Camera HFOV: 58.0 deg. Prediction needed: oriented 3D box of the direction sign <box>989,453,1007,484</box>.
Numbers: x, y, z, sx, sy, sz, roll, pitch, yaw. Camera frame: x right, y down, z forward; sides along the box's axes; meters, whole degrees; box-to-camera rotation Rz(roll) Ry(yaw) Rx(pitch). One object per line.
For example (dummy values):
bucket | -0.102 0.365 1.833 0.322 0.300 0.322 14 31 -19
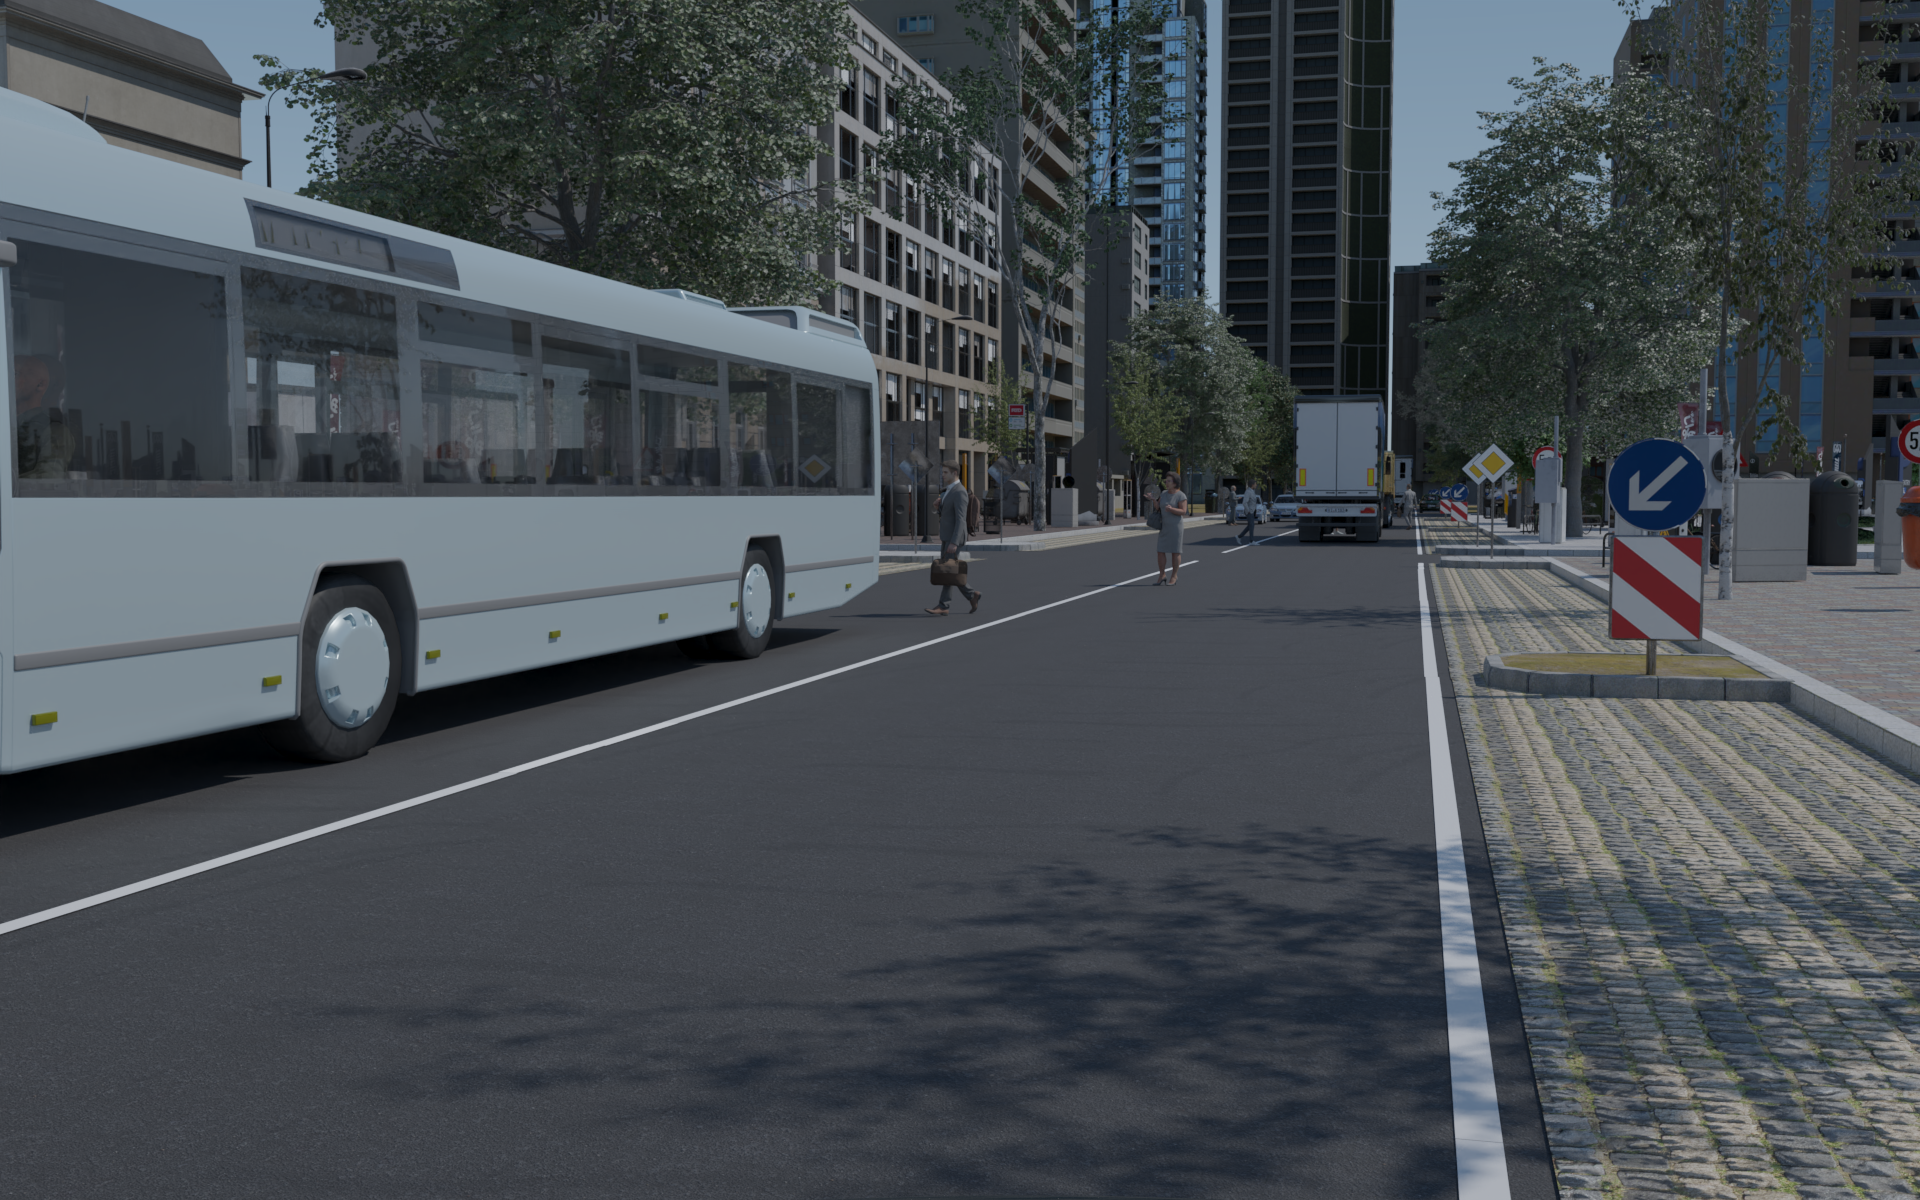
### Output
direction sign | 2.173 -6.305 95.089 0.876 3.537 0.379 -1 4 -16

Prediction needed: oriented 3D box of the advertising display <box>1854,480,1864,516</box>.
advertising display | 40.376 -4.469 78.277 0.974 1.923 0.123 -1 4 -15

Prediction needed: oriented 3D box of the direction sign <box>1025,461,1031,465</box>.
direction sign | 4.836 -7.767 118.990 0.876 3.537 0.379 3 5 41

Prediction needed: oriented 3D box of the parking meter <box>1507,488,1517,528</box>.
parking meter | 21.037 -3.518 65.931 0.372 1.533 0.369 0 3 0

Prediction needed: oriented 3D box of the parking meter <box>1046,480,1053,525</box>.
parking meter | 3.746 -4.028 71.571 0.255 1.863 0.399 -1 4 -16

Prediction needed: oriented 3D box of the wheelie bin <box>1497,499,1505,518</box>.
wheelie bin | 29.026 -5.184 92.666 0.980 1.594 0.693 0 4 -4

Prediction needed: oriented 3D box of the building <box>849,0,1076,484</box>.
building | -3.500 -31.242 134.507 21.300 48.544 21.600 1 4 15

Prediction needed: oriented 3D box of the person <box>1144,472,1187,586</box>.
person | 3.175 -1.115 27.087 0.716 1.782 0.532 3 5 44

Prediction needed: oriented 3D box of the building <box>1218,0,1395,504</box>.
building | 44.493 -47.911 221.604 20.611 71.187 20.563 1 4 15

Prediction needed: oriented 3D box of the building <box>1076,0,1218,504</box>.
building | 19.237 -55.931 227.138 31.000 86.520 22.319 1 4 15

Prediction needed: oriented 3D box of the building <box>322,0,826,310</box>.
building | -15.052 -17.574 73.235 13.634 28.700 20.117 1 4 15

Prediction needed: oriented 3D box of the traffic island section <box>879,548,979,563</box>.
traffic island section | -0.973 -0.915 37.246 2.009 0.180 2.903 1 4 15

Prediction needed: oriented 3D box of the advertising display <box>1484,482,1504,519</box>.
advertising display | 27.690 -5.174 89.809 0.974 1.923 0.123 0 4 2

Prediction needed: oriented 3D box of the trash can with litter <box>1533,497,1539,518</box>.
trash can with litter | 26.492 -4.120 78.756 1.055 1.170 0.624 1 4 14

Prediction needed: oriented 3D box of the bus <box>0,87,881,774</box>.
bus | -3.719 -1.062 12.222 2.948 3.499 13.247 1 4 14

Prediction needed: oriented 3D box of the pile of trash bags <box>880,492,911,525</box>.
pile of trash bags | -3.180 -3.777 71.514 3.447 1.369 1.912 2 4 26

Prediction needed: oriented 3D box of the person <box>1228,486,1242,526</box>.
person | 12.438 -4.264 78.397 0.590 1.801 0.661 0 4 -2

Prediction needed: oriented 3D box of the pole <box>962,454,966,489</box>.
pole | 0.222 -5.717 87.317 0.158 3.312 0.155 0 3 0

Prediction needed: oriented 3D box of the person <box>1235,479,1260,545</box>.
person | 8.051 -2.456 48.509 0.795 1.843 0.661 2 4 29

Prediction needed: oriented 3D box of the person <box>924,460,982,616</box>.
person | -0.050 -0.732 20.436 0.822 1.834 0.622 -2 4 -25

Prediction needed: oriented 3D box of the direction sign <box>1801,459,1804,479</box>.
direction sign | 48.175 -6.552 99.121 0.379 3.537 0.876 1 4 21

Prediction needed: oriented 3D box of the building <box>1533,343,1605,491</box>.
building | 83.316 -22.722 216.543 28.899 21.520 27.650 1 4 15

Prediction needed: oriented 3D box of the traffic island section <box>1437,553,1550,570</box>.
traffic island section | 10.530 -0.731 34.237 2.009 0.180 2.903 1 4 15

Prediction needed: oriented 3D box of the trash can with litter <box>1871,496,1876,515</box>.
trash can with litter | 56.997 -5.905 107.927 0.624 1.170 1.055 2 4 27

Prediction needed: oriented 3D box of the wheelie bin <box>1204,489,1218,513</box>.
wheelie bin | 16.772 -6.612 116.006 0.980 1.594 0.693 1 4 21

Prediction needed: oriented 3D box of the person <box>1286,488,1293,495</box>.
person | 21.658 -6.479 114.214 0.659 1.850 0.755 0 4 -6

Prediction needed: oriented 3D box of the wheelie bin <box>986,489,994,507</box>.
wheelie bin | 1.894 -5.587 99.250 0.980 1.594 0.693 3 5 43

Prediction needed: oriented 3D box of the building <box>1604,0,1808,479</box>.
building | 68.067 -31.196 160.159 14.600 45.320 14.200 1 4 15

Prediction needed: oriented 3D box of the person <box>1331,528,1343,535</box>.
person | 13.304 -3.239 61.437 0.573 1.828 0.580 2 4 35

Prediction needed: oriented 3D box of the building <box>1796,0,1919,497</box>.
building | 56.712 -28.657 118.659 14.600 45.320 14.200 1 4 15

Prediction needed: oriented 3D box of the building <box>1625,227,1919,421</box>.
building | 69.317 -17.938 138.327 27.650 21.520 28.899 1 4 15

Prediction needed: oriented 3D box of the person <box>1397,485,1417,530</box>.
person | 17.978 -3.725 69.519 0.709 1.813 0.853 -1 4 -21

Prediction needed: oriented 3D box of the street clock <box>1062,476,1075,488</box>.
street clock | 4.279 -3.900 68.330 0.471 2.002 0.358 0 4 -8

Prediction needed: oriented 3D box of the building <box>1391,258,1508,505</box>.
building | 60.789 -27.126 215.213 14.107 30.474 14.160 1 4 15

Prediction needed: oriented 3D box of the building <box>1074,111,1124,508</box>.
building | -1.789 -28.526 158.283 32.217 40.220 23.993 1 4 15

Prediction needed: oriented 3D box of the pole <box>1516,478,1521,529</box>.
pole | 20.576 -4.275 63.734 0.158 3.312 0.155 0 3 0

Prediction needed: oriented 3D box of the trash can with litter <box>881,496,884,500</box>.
trash can with litter | -2.782 -3.866 74.274 2.233 1.210 1.678 -1 4 -15

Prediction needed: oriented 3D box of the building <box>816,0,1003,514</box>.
building | -10.871 -18.097 100.395 19.350 26.468 34.151 1 4 15

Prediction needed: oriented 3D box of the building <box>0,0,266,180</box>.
building | -50.360 -15.144 80.890 30.059 22.955 16.112 1 4 15

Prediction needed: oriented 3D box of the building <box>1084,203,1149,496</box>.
building | 11.743 -24.756 176.458 14.107 30.474 14.160 1 4 15

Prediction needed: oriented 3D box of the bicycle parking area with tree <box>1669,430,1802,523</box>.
bicycle parking area with tree | 35.053 -5.595 78.478 8.231 4.147 9.016 2 4 25

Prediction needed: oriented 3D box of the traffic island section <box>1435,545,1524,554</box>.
traffic island section | 12.555 -1.204 41.962 2.009 0.180 2.903 1 4 15

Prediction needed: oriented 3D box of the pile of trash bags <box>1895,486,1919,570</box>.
pile of trash bags | 12.097 -0.574 19.135 3.447 1.369 1.912 0 4 -1

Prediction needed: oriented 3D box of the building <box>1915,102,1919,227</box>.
building | 86.411 -43.649 151.909 20.611 71.187 20.563 1 4 15

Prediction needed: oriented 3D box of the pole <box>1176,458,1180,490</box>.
pole | 12.405 -6.410 98.649 0.158 3.312 0.155 0 3 0
